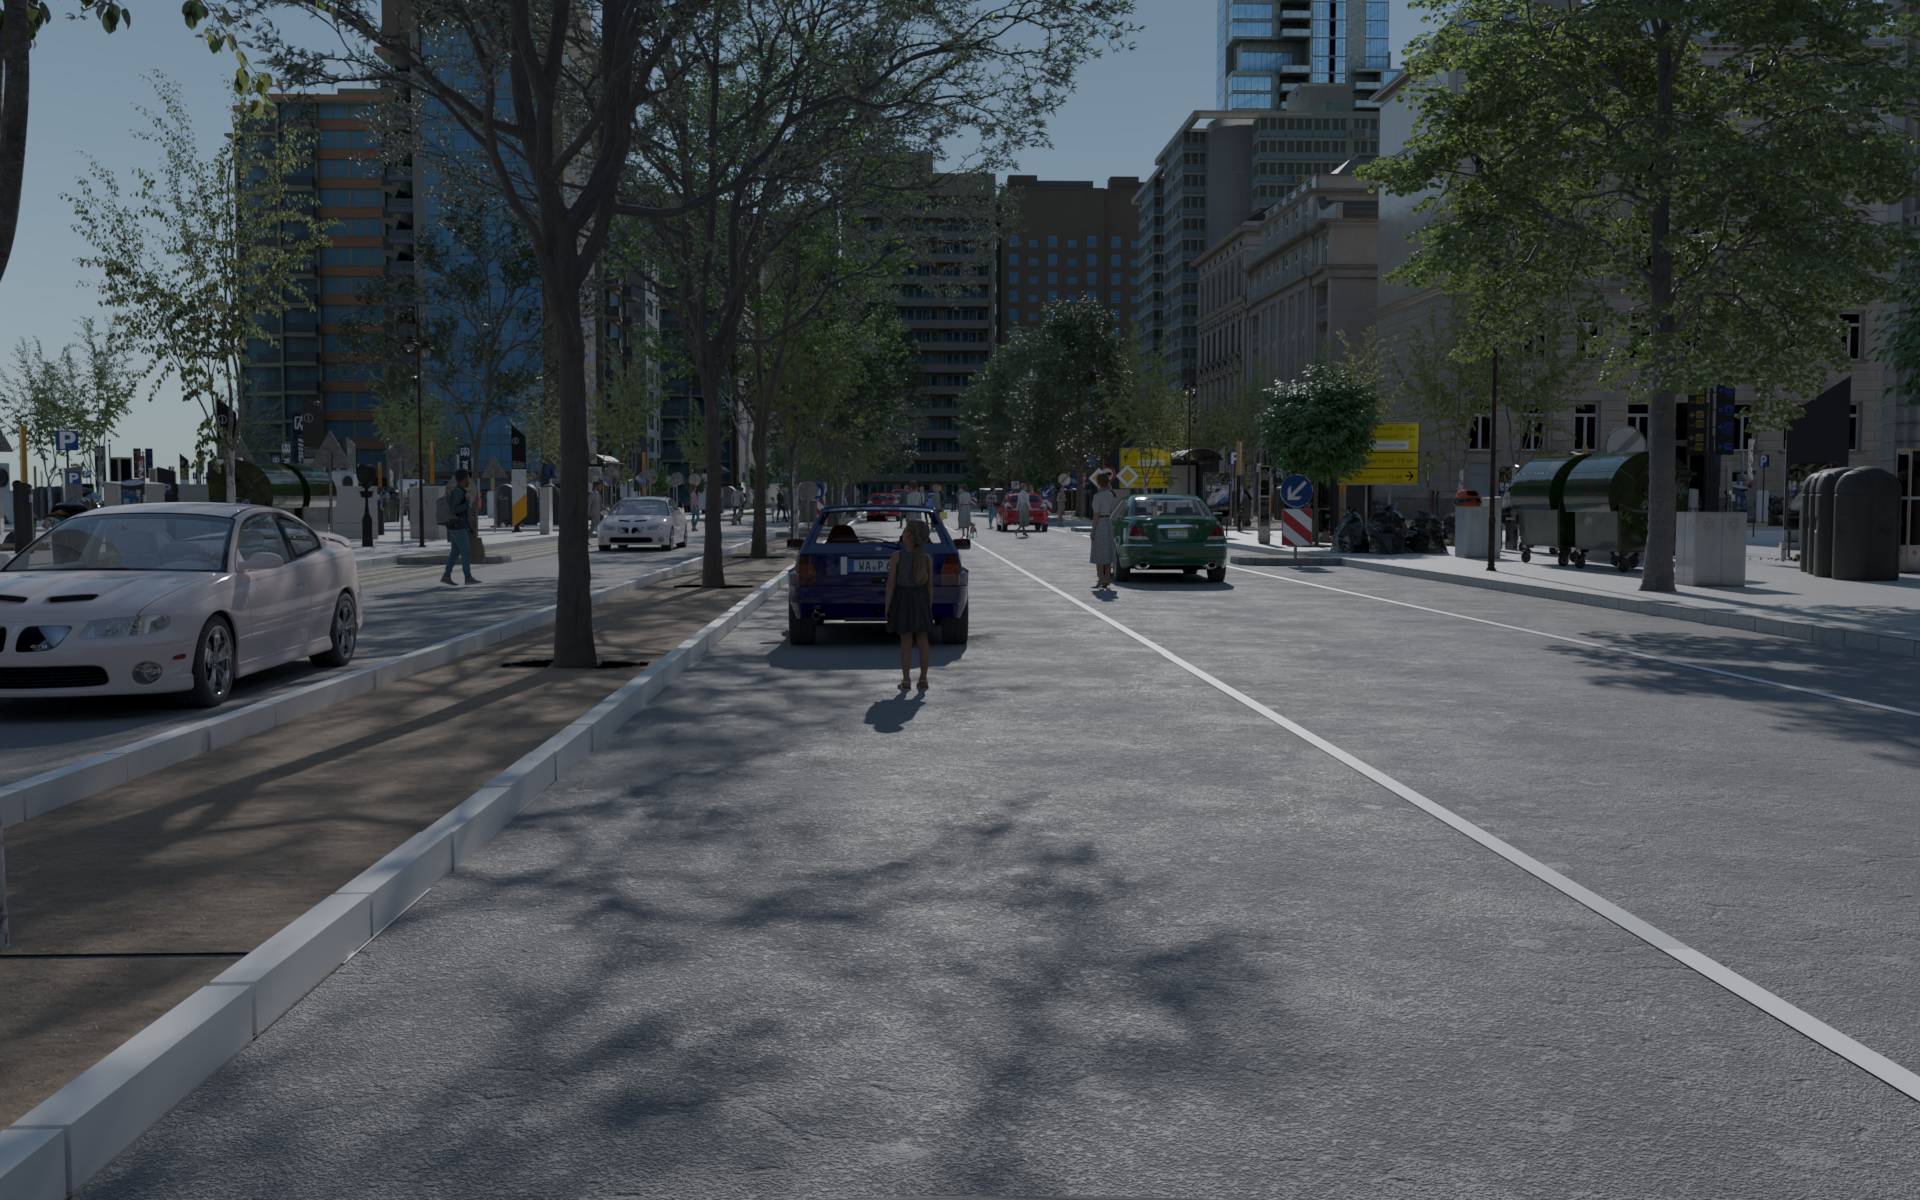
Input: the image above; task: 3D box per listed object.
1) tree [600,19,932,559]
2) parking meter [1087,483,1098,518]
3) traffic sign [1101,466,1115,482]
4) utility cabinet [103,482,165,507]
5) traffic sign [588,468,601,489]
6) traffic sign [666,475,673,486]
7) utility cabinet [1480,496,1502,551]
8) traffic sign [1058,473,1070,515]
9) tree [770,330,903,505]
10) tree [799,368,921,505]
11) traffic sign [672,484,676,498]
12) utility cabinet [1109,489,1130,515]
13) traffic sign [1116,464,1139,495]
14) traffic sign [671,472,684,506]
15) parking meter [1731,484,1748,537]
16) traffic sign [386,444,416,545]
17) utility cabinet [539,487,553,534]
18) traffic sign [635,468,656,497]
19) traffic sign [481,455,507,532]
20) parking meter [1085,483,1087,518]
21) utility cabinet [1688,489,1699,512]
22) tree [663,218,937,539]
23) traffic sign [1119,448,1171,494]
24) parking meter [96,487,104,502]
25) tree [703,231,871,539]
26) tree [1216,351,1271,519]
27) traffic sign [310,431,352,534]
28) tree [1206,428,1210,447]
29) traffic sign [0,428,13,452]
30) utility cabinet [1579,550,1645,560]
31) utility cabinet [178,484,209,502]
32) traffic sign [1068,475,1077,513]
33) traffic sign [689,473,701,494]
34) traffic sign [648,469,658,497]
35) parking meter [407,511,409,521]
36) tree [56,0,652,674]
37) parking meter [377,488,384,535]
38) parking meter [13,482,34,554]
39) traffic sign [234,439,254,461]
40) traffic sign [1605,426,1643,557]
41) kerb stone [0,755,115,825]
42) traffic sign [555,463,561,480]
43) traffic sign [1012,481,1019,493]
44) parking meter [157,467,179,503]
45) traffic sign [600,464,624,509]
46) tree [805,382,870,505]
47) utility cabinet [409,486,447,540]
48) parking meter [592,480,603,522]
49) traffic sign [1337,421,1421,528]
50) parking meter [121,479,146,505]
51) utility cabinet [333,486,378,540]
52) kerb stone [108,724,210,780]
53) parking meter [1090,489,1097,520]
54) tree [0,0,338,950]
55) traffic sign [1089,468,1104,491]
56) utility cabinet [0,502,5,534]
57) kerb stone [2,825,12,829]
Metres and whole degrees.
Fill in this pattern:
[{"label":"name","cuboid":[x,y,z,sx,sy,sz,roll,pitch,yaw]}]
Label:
[{"label":"tree","cuboid":[-4.349,-6.714,37.981,9.928,11.665,9.643,0,3,0]},{"label":"parking meter","cuboid":[6.822,-5.052,88.310,0.399,1.863,0.255,0,4,7]},{"label":"traffic sign","cuboid":[6.658,-4.797,78.537,0.768,2.556,0.104,0,4,6]},{"label":"utility cabinet","cuboid":[-14.869,-1.381,31.255,0.318,1.500,1.173,1,4,16]},{"label":"traffic sign","cuboid":[-17.854,-5.148,84.280,0.768,2.556,0.104,0,4,-1]},{"label":"traffic sign","cuboid":[-17.340,-6.240,103.215,0.795,2.450,0.064,0,4,0]},{"label":"utility cabinet","cuboid":[12.158,-1.742,39.643,0.306,1.237,1.020,0,4,8]},{"label":"traffic sign","cuboid":[6.415,-6.525,106.784,0.768,2.556,0.104,0,4,-1]},{"label":"tree","cuboid":[-6.866,-10.813,97.378,7.486,12.596,7.792,0,3,0]},{"label":"tree","cuboid":[-7.444,-12.162,118.312,9.611,12.733,9.660,0,3,0]},{"label":"traffic sign","cuboid":[-20.642,-7.638,124.988,0.768,2.556,0.104,0,4,0]},{"label":"utility cabinet","cuboid":[7.296,-4.384,80.354,1.173,1.500,0.318,-1,4,-22]},{"label":"traffic sign","cuboid":[5.635,-3.347,58.362,0.795,2.450,0.064,0,4,-2]},{"label":"traffic sign","cuboid":[-16.444,-6.151,100.679,0.768,2.556,0.104,0,4,3]},{"label":"parking meter","cuboid":[19.877,-2.188,44.181,0.372,1.533,0.369,0,3,0]},{"label":"traffic sign","cuboid":[-14.171,-2.681,43.937,0.768,2.556,0.104,0,4,1]},{"label":"utility cabinet","cuboid":[-13.198,-2.844,55.174,0.318,1.500,1.173,0,4,-8]},{"label":"traffic sign","cuboid":[-11.919,-3.793,65.665,0.795,2.450,0.064,0,4,-2]},{"label":"traffic sign","cuboid":[-15.551,-3.537,57.835,0.884,2.594,0.081,0,4,2]},{"label":"parking meter","cuboid":[6.822,-5.300,92.366,0.255,1.863,0.399,-1,4,-13]},{"label":"utility cabinet","cuboid":[30.290,-3.852,71.656,0.318,1.500,1.173,1,4,13]},{"label":"tree","cuboid":[-5.066,-7.125,53.356,8.767,10.594,7.601,0,4,-2]},{"label":"traffic sign","cuboid":[8.122,-5.020,75.949,2.265,3.308,0.079,0,4,1]},{"label":"parking meter","cuboid":[-45.552,-5.259,91.702,0.255,1.863,0.399,-1,4,-17]},{"label":"tree","cuboid":[-4.461,-5.771,47.177,4.737,8.622,4.395,0,3,0]},{"label":"tree","cuboid":[14.690,-8.441,88.376,4.737,8.622,4.395,0,3,0]},{"label":"traffic sign","cuboid":[-12.928,-2.176,35.582,0.884,2.594,0.081,0,4,5]},{"label":"tree","cuboid":[15.828,-10.575,123.268,4.360,8.622,3.978,0,3,0]},{"label":"traffic sign","cuboid":[-12.424,-1.343,21.958,0.884,2.594,0.081,0,4,6]},{"label":"utility cabinet","cuboid":[12.489,-1.499,33.187,1.173,1.500,0.318,0,4,6]},{"label":"utility cabinet","cuboid":[-17.183,-1.818,38.411,0.318,1.500,1.173,3,5,43]},{"label":"traffic sign","cuboid":[7.538,-7.120,116.522,0.768,2.556,0.104,0,4,1]},{"label":"traffic sign","cuboid":[-16.293,-6.503,106.429,0.768,2.556,0.104,0,4,3]},{"label":"traffic sign","cuboid":[-15.753,-5.381,88.085,0.768,2.556,0.104,0,4,5]},{"label":"parking meter","cuboid":[-26.268,-4.714,82.787,0.255,1.863,0.399,-2,4,-26]},{"label":"tree","cuboid":[-3.141,-6.173,13.748,12.009,13.543,11.850,0,3,0]},{"label":"parking meter","cuboid":[-18.123,-2.782,53.904,0.372,1.533,0.369,0,3,0]},{"label":"parking meter","cuboid":[-20.232,-1.774,37.414,0.372,1.533,0.369,0,3,0]},{"label":"traffic sign","cuboid":[-16.825,-2.481,40.560,0.884,2.594,0.081,0,4,3]},{"label":"traffic sign","cuboid":[12.431,-1.978,32.445,0.768,2.556,0.104,0,4,1]},{"label":"kerb stone","cuboid":[-4.157,0.867,8.057,0.120,0.150,1.000,0,4,-2]},{"label":"traffic sign","cuboid":[-16.049,-4.286,70.179,0.768,2.556,0.104,0,4,7]},{"label":"traffic sign","cuboid":[4.403,-8.296,137.770,0.606,2.300,0.079,0,4,6]},{"label":"parking meter","cuboid":[-16.883,-1.910,36.947,0.399,1.863,0.255,-1,4,-19]},{"label":"traffic sign","cuboid":[-11.596,-3.305,57.686,0.795,2.450,0.064,0,4,-2]},{"label":"tree","cuboid":[-6.208,-8.483,91.508,4.360,8.622,3.978,0,3,0]},{"label":"utility cabinet","cuboid":[-14.718,-2.399,47.895,1.173,1.500,0.318,2,4,32]},{"label":"parking meter","cuboid":[-14.730,-3.959,70.434,0.399,1.863,0.255,1,4,10]},{"label":"traffic sign","cuboid":[11.761,-3.354,48.707,2.265,3.308,0.079,0,4,6]},{"label":"parking meter","cuboid":[-13.673,-1.239,28.677,0.372,1.533,0.369,0,3,0]},{"label":"utility cabinet","cuboid":[-16.792,-2.411,48.101,1.173,1.500,0.318,-1,4,-19]},{"label":"kerb stone","cuboid":[-4.203,0.802,9.077,0.120,0.150,1.000,0,4,-2]},{"label":"parking meter","cuboid":[6.598,-4.723,85.633,0.372,1.533,0.369,0,3,0]},{"label":"tree","cuboid":[-3.096,-3.216,5.402,4.360,8.622,3.978,0,3,0]},{"label":"traffic sign","cuboid":[5.312,-3.835,66.341,0.795,2.450,0.064,0,4,-2]},{"label":"utility cabinet","cuboid":[-30.355,-2.808,54.594,0.318,1.500,1.173,-2,4,-24]},{"label":"kerb stone","cuboid":[-4.113,0.928,7.032,0.120,0.150,1.000,0,4,-2]}]
